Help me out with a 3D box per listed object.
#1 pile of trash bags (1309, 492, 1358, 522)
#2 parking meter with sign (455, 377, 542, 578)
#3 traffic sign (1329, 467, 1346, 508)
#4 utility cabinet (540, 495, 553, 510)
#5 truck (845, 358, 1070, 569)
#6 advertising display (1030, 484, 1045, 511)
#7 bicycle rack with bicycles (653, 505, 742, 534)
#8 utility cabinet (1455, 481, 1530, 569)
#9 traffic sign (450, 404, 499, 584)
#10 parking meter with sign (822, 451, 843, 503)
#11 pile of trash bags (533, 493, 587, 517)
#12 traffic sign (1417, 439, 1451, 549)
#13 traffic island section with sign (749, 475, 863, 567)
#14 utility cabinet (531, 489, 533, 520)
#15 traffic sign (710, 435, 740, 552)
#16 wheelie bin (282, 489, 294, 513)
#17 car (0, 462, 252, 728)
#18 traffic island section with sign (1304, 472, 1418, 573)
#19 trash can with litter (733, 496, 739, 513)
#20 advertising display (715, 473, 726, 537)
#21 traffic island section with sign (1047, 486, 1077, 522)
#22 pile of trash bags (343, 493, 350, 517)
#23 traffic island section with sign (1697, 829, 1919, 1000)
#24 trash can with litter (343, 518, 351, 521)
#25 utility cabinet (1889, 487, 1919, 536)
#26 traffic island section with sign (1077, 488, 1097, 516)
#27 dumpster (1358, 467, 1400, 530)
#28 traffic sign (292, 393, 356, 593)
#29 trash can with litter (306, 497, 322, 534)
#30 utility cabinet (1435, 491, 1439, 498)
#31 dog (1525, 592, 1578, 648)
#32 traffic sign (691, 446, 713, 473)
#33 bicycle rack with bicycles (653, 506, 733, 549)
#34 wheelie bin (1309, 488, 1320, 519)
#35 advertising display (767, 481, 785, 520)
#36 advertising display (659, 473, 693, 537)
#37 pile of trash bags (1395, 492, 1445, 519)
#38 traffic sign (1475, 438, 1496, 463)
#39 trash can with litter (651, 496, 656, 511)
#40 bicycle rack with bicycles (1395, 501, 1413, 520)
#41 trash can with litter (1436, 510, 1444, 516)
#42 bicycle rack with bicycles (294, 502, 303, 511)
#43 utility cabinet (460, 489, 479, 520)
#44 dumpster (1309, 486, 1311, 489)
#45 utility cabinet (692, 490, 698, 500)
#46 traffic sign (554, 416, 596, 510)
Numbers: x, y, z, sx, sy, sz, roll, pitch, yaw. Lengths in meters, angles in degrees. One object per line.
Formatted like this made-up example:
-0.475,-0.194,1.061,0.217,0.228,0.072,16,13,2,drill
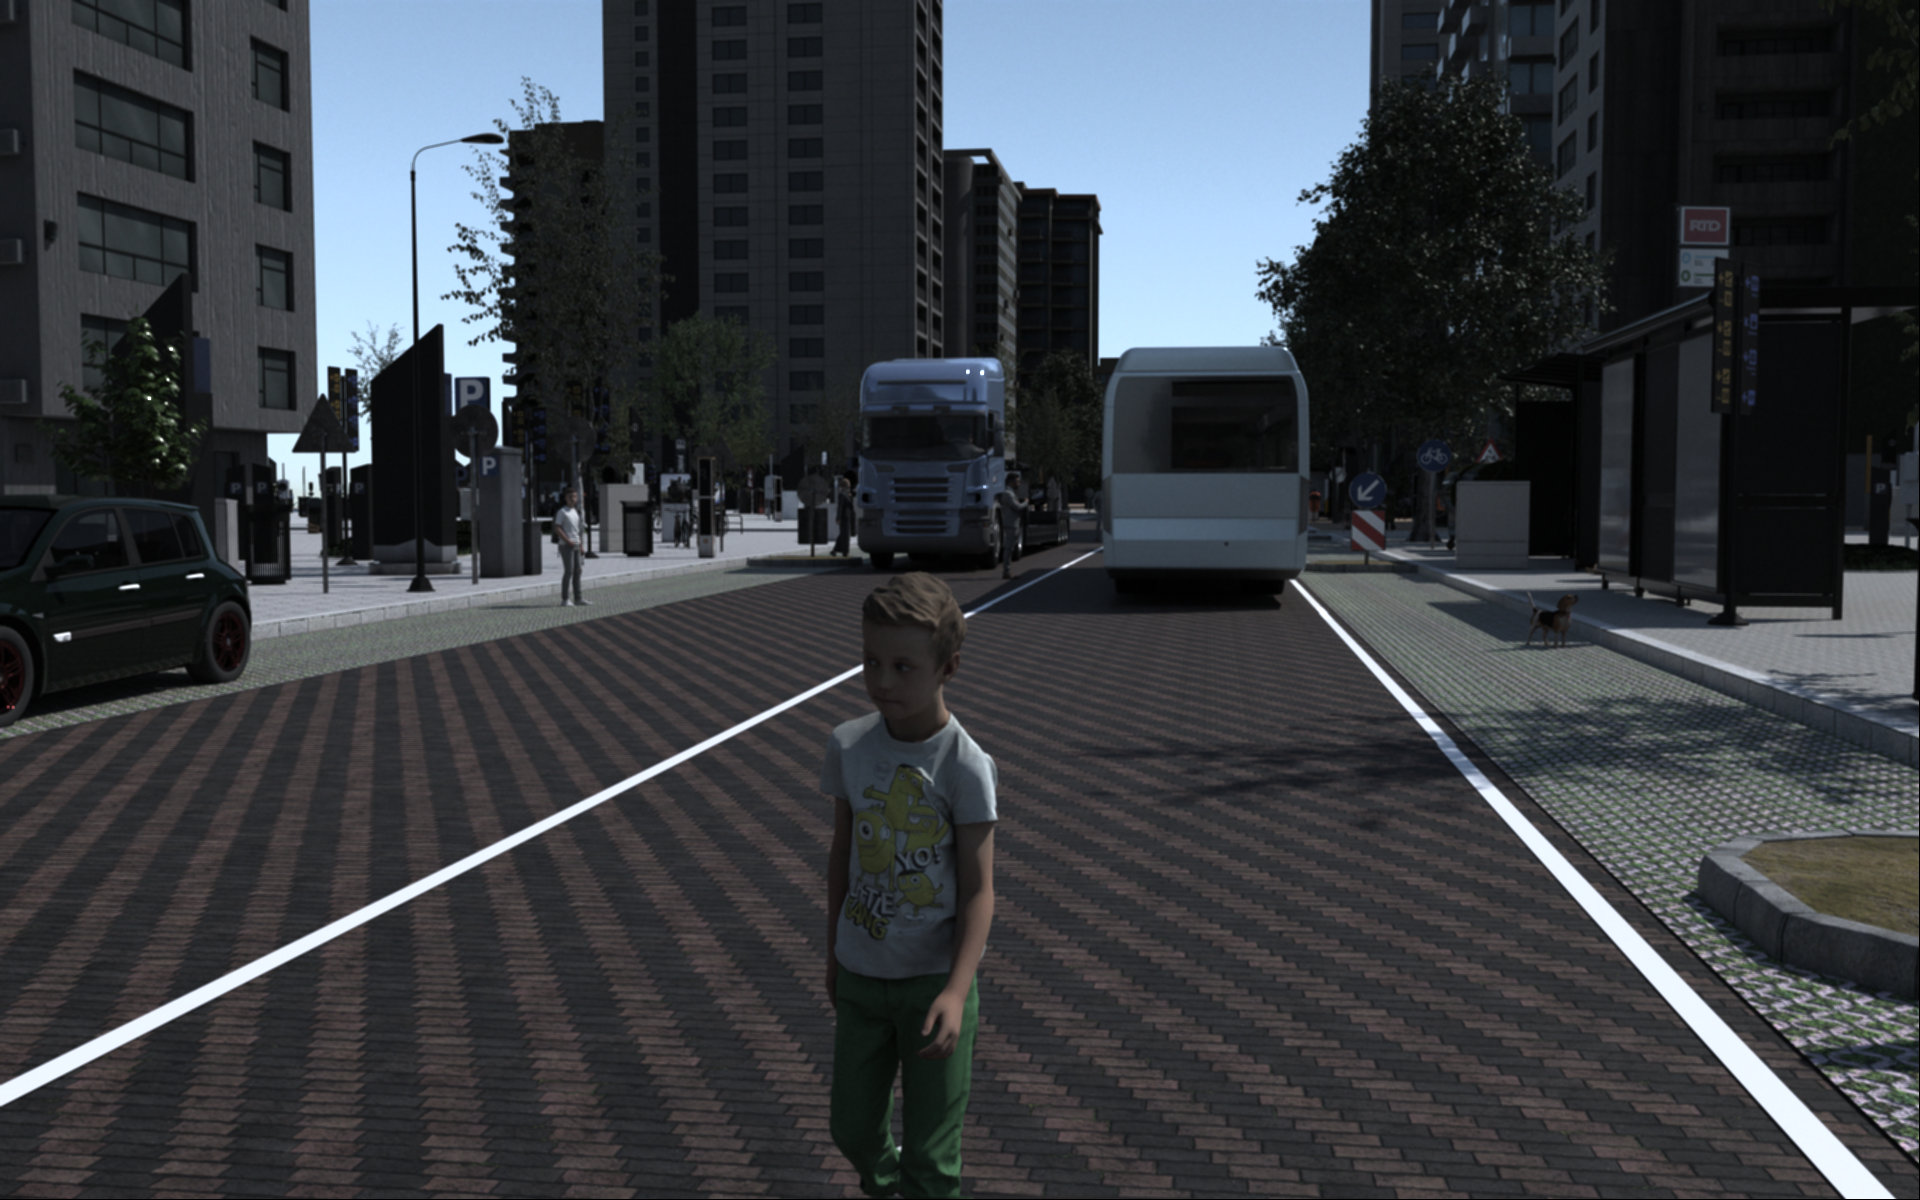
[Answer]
17.628,-4.246,79.177,3.447,1.369,1.912,1,4,18,pile of trash bags
-7.051,-1.860,26.675,0.543,3.016,1.738,1,4,15,parking meter with sign
17.605,-4.933,80.760,0.768,2.556,0.104,1,4,13,traffic sign
-30.565,-7.155,128.152,0.306,1.237,1.020,2,4,30,utility cabinet
0.555,-3.082,40.149,2.967,4.110,18.799,1,4,8,truck
4.791,-6.232,107.107,0.974,1.923,0.123,2,4,31,advertising display
-8.272,-2.592,55.756,2.852,0.926,2.925,-2,4,-34,bicycle rack with bicycles
9.059,-1.273,29.489,1.173,1.500,0.318,1,4,11,utility cabinet
-6.901,-1.496,24.574,0.768,2.556,0.104,1,4,15,traffic sign
-4.765,-4.591,71.318,1.738,3.016,0.543,-2,4,-26,parking meter with sign
-22.518,-5.300,96.409,3.447,1.369,1.912,-1,4,-20,pile of trash bags
11.031,-2.461,40.346,0.768,2.556,0.104,1,4,16,traffic sign
-3.015,-1.593,34.666,1.989,1.847,2.006,1,4,8,traffic island section with sign
-19.331,-4.108,75.840,1.173,1.500,0.318,0,4,-7,utility cabinet
-5.279,-2.342,38.290,0.884,2.594,0.081,1,4,16,traffic sign
-45.892,-6.742,118.146,0.980,1.594,0.693,0,4,-5,wheelie bin
-6.510,-0.123,11.797,2.009,1.686,4.222,0,4,7,car
7.405,-1.442,32.207,1.989,1.847,2.006,1,4,8,traffic island section with sign
-14.807,-6.641,119.634,2.233,1.210,1.678,-2,4,-26,trash can with litter
-7.385,-2.870,52.135,0.123,1.923,0.974,2,4,27,advertising display
4.802,-4.901,88.759,1.989,1.847,2.006,1,4,8,traffic island section with sign
-31.807,-4.993,91.381,3.447,1.369,1.912,1,4,10,pile of trash bags
3.540,0.190,5.529,1.989,1.847,2.006,1,4,8,traffic island section with sign
-29.329,-4.356,82.276,2.233,1.210,1.678,0,4,4,trash can with litter
28.702,-2.669,52.318,0.318,1.500,1.173,-1,4,-21,utility cabinet
8.672,-6.533,115.436,1.989,1.847,2.006,1,4,8,traffic island section with sign
15.039,-3.677,62.609,1.502,2.255,1.985,0,4,8,dumpster
-8.222,-1.369,22.382,0.884,2.594,0.081,1,4,9,traffic sign
-21.038,-2.766,56.618,0.624,1.170,1.055,-1,4,-17,trash can with litter
31.653,-6.548,115.741,0.318,1.500,1.173,0,4,-2,utility cabinet
5.520,0.190,16.174,0.540,0.507,0.406,2,4,30,dog
-6.760,-2.802,45.915,0.768,2.556,0.104,1,4,8,traffic sign
-7.148,-1.731,41.683,2.852,0.926,2.925,0,4,0,bicycle rack with bicycles
17.858,-4.868,87.500,0.693,1.594,0.980,1,4,14,wheelie bin
-9.264,-5.016,87.224,0.974,1.923,0.123,1,4,17,advertising display
-8.506,-2.853,51.861,0.974,1.923,0.123,0,4,-3,advertising display
24.410,-4.971,91.033,1.912,1.369,3.447,-2,4,-25,pile of trash bags
12.281,-2.456,40.154,0.884,2.594,0.081,1,4,14,traffic sign
-22.664,-7.025,126.239,1.055,1.170,0.624,0,4,7,trash can with litter
22.241,-4.515,87.205,2.852,0.926,2.925,0,4,0,bicycle rack with bicycles
28.117,-5.531,101.489,2.233,1.210,1.678,-1,4,-21,trash can with litter
-50.174,-7.404,134.439,2.925,0.926,2.852,-2,4,-23,bicycle rack with bicycles
-22.239,-4.273,78.548,1.173,1.500,0.318,3,5,44,utility cabinet
18.056,-5.280,92.087,1.264,1.857,1.865,0,4,8,dumpster
-14.089,-5.113,92.283,1.173,1.500,0.318,1,4,11,utility cabinet
-6.304,-1.725,28.314,0.768,2.556,0.104,1,4,16,traffic sign
